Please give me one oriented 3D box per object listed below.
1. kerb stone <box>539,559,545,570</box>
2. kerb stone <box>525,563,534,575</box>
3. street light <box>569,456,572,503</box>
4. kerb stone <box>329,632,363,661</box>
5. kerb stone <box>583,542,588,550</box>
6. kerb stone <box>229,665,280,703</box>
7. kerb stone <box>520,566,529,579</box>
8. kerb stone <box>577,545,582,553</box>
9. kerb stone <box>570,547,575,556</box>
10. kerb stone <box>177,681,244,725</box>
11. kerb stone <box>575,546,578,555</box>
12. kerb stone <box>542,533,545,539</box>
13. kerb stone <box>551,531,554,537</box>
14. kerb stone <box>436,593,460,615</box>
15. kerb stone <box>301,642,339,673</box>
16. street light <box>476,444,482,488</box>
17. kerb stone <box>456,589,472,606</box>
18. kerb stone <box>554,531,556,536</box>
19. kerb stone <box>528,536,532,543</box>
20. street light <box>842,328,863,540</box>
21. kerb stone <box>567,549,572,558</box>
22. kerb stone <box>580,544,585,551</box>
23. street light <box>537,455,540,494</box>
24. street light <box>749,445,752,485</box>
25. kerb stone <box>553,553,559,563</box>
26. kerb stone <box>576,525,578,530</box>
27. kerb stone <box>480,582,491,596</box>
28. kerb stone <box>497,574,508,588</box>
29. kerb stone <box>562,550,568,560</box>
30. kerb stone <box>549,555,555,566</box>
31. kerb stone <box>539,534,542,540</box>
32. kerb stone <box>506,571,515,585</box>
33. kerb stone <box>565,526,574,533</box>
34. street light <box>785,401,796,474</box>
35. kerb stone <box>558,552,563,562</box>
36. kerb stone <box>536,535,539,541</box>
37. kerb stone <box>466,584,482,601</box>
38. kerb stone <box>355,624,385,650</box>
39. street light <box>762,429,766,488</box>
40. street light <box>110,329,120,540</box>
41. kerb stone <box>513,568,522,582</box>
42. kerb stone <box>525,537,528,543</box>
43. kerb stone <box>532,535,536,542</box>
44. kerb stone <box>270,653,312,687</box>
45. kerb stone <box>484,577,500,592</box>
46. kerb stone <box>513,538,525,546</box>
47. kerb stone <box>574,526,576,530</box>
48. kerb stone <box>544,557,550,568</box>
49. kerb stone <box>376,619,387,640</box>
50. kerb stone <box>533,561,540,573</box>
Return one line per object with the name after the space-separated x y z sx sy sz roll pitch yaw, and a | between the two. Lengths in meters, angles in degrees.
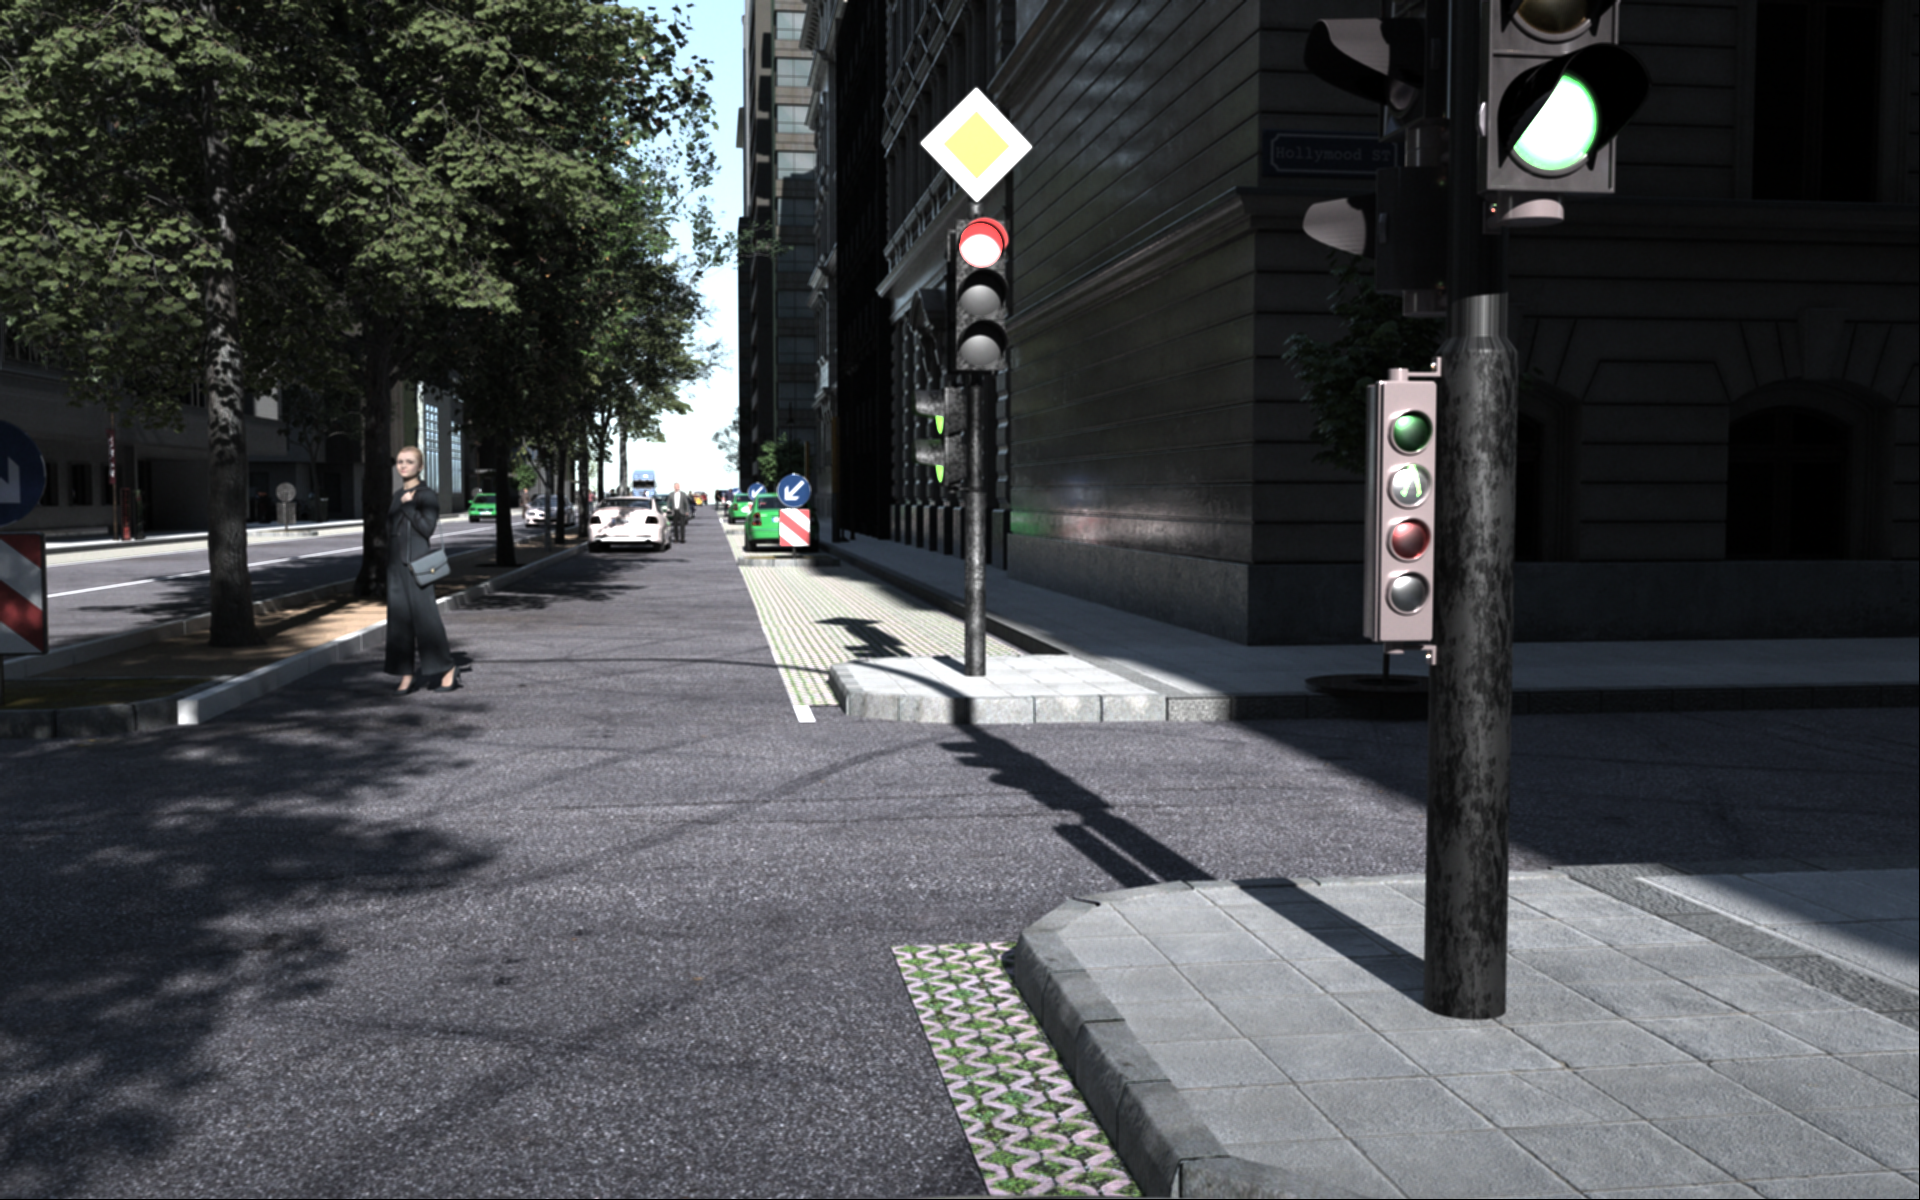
-7.954 -0.633 32.539 0.120 0.150 1.000 -1 4 -8 | kerb stone
-7.656 -0.509 30.512 0.120 0.150 1.000 -1 4 -8 | kerb stone
-46.299 -14.259 205.928 0.468 5.910 1.993 -1 4 -8 | street light
-5.461 0.421 15.315 0.120 0.150 1.000 -1 4 -8 | kerb stone
-9.554 -1.314 43.687 0.120 0.150 1.000 -1 4 -8 | kerb stone
-5.023 0.607 12.274 0.120 0.150 1.000 -1 4 -8 | kerb stone
-7.500 -0.444 29.502 0.120 0.150 1.000 -1 4 -8 | kerb stone
-9.261 -1.182 41.659 0.120 0.150 1.000 -1 4 -8 | kerb stone
-8.975 -1.067 39.635 0.120 0.150 1.000 -1 4 -8 | kerb stone
-4.873 0.670 11.264 0.120 0.150 1.000 -1 4 -8 | kerb stone
-9.117 -1.128 40.647 0.120 0.150 1.000 -1 4 -8 | kerb stone
-13.242 -1.978 54.570 0.120 0.150 1.000 -1 4 -8 | kerb stone
-13.683 -2.166 57.616 0.120 0.150 1.000 -1 4 -8 | kerb stone
-6.337 0.049 21.388 0.120 0.150 1.000 -1 4 -8 | kerb stone
-5.316 0.483 14.303 0.120 0.150 1.000 -1 4 -8 | kerb stone
-34.406 -9.231 123.720 0.468 5.910 1.993 -1 4 -8 | street light
-6.484 -0.011 22.408 0.120 0.150 1.000 -1 4 -8 | kerb stone
-13.983 -2.290 59.641 0.120 0.150 1.000 -1 4 -8 | kerb stone
-12.661 -1.728 50.508 0.120 0.150 1.000 -1 4 -8 | kerb stone
-3.010 -4.624 48.396 0.468 5.910 1.993 -1 4 -8 | street light
-8.819 -1.005 38.625 0.120 0.150 1.000 -1 4 -8 | kerb stone
-9.408 -1.252 42.670 0.120 0.150 1.000 -1 4 -8 | kerb stone
-40.769 -11.930 167.835 0.468 5.910 1.993 -1 4 -8 | street light
-19.535 -11.559 161.771 0.468 5.910 1.993 -1 4 -8 | street light
-8.389 -0.817 35.585 0.120 0.150 1.000 -1 4 -8 | kerb stone
-15.152 -2.786 67.778 0.120 0.150 1.000 -1 4 -8 | kerb stone
-6.780 -0.124 24.431 0.120 0.150 1.000 -1 4 -8 | kerb stone
-7.066 -0.260 26.467 0.120 0.150 1.000 -1 4 -8 | kerb stone
-8.676 -0.940 37.611 0.120 0.150 1.000 -1 4 -8 | kerb stone
-8.241 -0.754 34.568 0.120 0.150 1.000 -1 4 -8 | kerb stone
-13.104 -1.918 53.548 0.120 0.150 1.000 -1 4 -8 | kerb stone
-7.218 -0.321 27.477 0.120 0.150 1.000 -1 4 -8 | kerb stone
-14.859 -2.659 65.743 0.120 0.150 1.000 -1 4 -8 | kerb stone
-8.426 -6.932 86.130 0.468 5.910 1.993 -1 4 -8 | street light
-8.539 -0.881 36.596 0.120 0.150 1.000 -1 4 -8 | kerb stone
-12.951 -1.856 52.538 0.120 0.150 1.000 -1 4 -8 | kerb stone
-6.631 -0.075 23.420 0.120 0.150 1.000 -1 4 -8 | kerb stone
-5.606 0.359 16.327 0.120 0.150 1.000 -1 4 -8 | kerb stone
-13.974 -9.252 124.057 0.468 5.910 1.993 -1 4 -8 | street light
-23.480 -4.601 48.012 0.468 5.910 1.993 -1 4 -8 | street light
-7.358 -0.382 28.490 0.120 0.150 1.000 -1 4 -8 | kerb stone
-12.529 -1.670 49.495 0.120 0.150 1.000 -1 4 -8 | kerb stone
-12.810 -1.794 51.522 0.120 0.150 1.000 -1 4 -8 | kerb stone
-5.170 0.545 13.286 0.120 0.150 1.000 -1 4 -8 | kerb stone
-6.921 -0.199 25.448 0.120 0.150 1.000 -1 4 -8 | kerb stone
-12.365 -1.604 48.486 0.120 0.150 1.000 -1 4 -8 | kerb stone
-15.013 -2.723 66.764 0.120 0.150 1.000 -1 4 -8 | kerb stone
-8.093 -0.695 33.556 0.120 0.150 1.000 -1 4 -8 | kerb stone
-5.756 0.297 17.341 0.120 0.150 1.000 -1 4 -8 | kerb stone
-7.804 -0.570 31.523 0.120 0.150 1.000 -1 4 -8 | kerb stone
